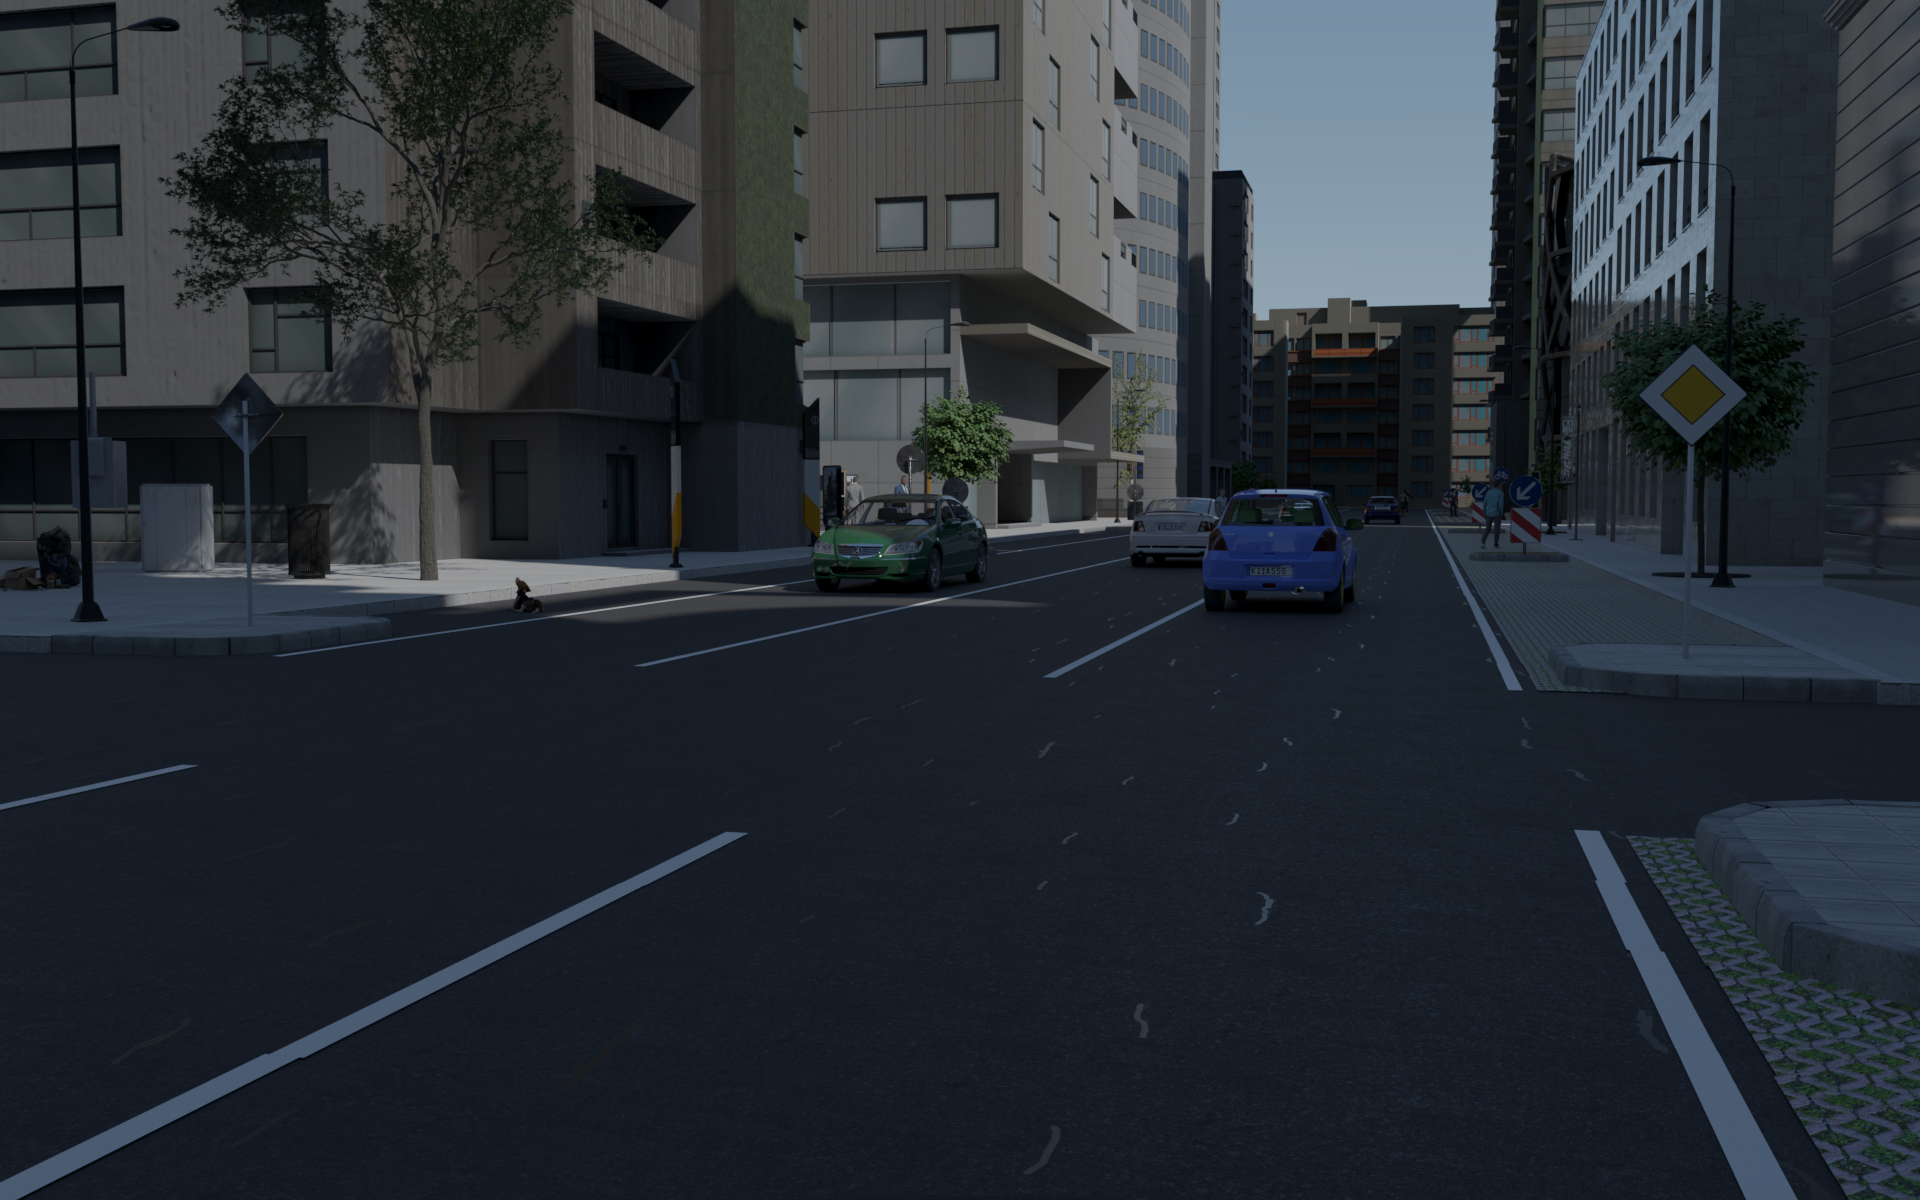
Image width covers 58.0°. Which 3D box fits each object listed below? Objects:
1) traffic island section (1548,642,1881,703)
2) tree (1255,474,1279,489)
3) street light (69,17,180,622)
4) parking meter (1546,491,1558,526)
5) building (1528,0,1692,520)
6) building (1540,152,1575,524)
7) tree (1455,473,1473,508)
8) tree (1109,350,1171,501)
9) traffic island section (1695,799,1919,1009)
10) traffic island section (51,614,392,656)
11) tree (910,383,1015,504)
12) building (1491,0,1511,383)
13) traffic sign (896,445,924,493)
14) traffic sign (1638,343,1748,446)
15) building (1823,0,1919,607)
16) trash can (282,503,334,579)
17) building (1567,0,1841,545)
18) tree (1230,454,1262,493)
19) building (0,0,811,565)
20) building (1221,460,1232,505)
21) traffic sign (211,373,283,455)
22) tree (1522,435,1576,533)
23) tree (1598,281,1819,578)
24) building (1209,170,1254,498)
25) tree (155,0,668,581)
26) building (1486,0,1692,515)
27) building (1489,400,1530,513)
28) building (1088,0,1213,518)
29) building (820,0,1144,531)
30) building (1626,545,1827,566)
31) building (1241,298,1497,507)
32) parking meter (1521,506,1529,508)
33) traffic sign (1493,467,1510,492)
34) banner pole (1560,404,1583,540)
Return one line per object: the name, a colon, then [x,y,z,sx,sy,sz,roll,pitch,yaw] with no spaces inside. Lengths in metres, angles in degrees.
traffic island section: [5.699,0.538,13.493,2.009,0.180,2.903,1,4,15]
tree: [28.033,-10.025,158.518,1.663,3.219,1.824,0,3,0]
street light: [-8.270,-2.729,17.157,1.470,5.913,1.316,1,4,15]
parking meter: [23.538,-3.862,68.855,0.399,1.863,0.255,1,4,9]
building: [37.115,-24.846,89.831,14.154,41.232,14.086,1,4,15]
building: [34.064,-12.708,75.225,16.820,18.784,16.811,1,4,15]
tree: [46.609,-10.065,159.164,1.663,3.219,1.824,0,3,0]
tree: [8.398,-8.364,87.121,4.737,8.622,4.395,0,3,0]
traffic island section: [3.658,1.010,5.772,2.009,0.180,2.903,1,4,15]
traffic island section: [-6.910,0.334,16.818,2.009,0.180,2.903,1,4,15]
tree: [0.017,-4.146,51.505,4.285,4.588,4.351,0,3,0]
building: [64.292,-44.937,172.964,20.611,71.187,20.563,1,4,15]
traffic sign: [-1.291,-2.718,44.553,0.768,2.556,0.104,1,4,18]
traffic sign: [5.674,-0.687,13.416,0.795,2.593,0.064,1,4,15]
building: [24.959,-14.488,14.364,29.804,29.767,11.434,1,4,15]
trash can: [-9.880,-0.894,26.278,0.748,1.137,0.748,0,3,0]
building: [25.402,-12.202,54.247,10.420,20.320,16.860,1,4,15]
tree: [23.339,-9.748,143.092,4.285,4.588,4.351,0,3,0]
building: [-12.219,-16.232,37.091,14.160,30.474,14.107,1,4,15]
building: [9.814,-42.253,129.086,20.563,71.187,20.611,1,4,15]
traffic sign: [-6.885,-0.890,16.745,0.795,2.593,0.064,1,4,15]
tree: [19.413,-3.800,56.733,1.663,3.219,1.824,0,3,0]
tree: [11.660,-2.647,26.987,4.285,4.588,4.351,0,3,0]
building: [19.454,-23.646,158.309,14.107,30.474,14.160,1,4,15]
tree: [-8.080,-5.550,25.149,8.767,10.594,7.601,2,4,28]
building: [54.436,-29.660,139.571,22.147,44.769,28.867,1,4,15]
building: [46.436,-48.721,109.264,22.319,86.520,31.000,1,4,15]
building: [3.336,-34.494,105.979,21.231,58.520,28.212,1,4,15]
building: [-7.593,-29.493,71.446,28.713,52.752,27.495,1,4,15]
building: [20.557,-11.164,37.275,10.420,20.320,16.860,1,4,15]
building: [41.113,-20.710,183.647,28.899,21.520,27.650,1,4,15]
parking meter: [20.709,-3.523,63.314,0.399,1.863,0.255,-3,4,-36]
traffic sign: [25.356,-4.959,81.182,0.768,2.556,0.104,1,4,20]
banner pole: [17.065,-3.568,48.362,0.401,3.779,0.863,-2,4,-25]
